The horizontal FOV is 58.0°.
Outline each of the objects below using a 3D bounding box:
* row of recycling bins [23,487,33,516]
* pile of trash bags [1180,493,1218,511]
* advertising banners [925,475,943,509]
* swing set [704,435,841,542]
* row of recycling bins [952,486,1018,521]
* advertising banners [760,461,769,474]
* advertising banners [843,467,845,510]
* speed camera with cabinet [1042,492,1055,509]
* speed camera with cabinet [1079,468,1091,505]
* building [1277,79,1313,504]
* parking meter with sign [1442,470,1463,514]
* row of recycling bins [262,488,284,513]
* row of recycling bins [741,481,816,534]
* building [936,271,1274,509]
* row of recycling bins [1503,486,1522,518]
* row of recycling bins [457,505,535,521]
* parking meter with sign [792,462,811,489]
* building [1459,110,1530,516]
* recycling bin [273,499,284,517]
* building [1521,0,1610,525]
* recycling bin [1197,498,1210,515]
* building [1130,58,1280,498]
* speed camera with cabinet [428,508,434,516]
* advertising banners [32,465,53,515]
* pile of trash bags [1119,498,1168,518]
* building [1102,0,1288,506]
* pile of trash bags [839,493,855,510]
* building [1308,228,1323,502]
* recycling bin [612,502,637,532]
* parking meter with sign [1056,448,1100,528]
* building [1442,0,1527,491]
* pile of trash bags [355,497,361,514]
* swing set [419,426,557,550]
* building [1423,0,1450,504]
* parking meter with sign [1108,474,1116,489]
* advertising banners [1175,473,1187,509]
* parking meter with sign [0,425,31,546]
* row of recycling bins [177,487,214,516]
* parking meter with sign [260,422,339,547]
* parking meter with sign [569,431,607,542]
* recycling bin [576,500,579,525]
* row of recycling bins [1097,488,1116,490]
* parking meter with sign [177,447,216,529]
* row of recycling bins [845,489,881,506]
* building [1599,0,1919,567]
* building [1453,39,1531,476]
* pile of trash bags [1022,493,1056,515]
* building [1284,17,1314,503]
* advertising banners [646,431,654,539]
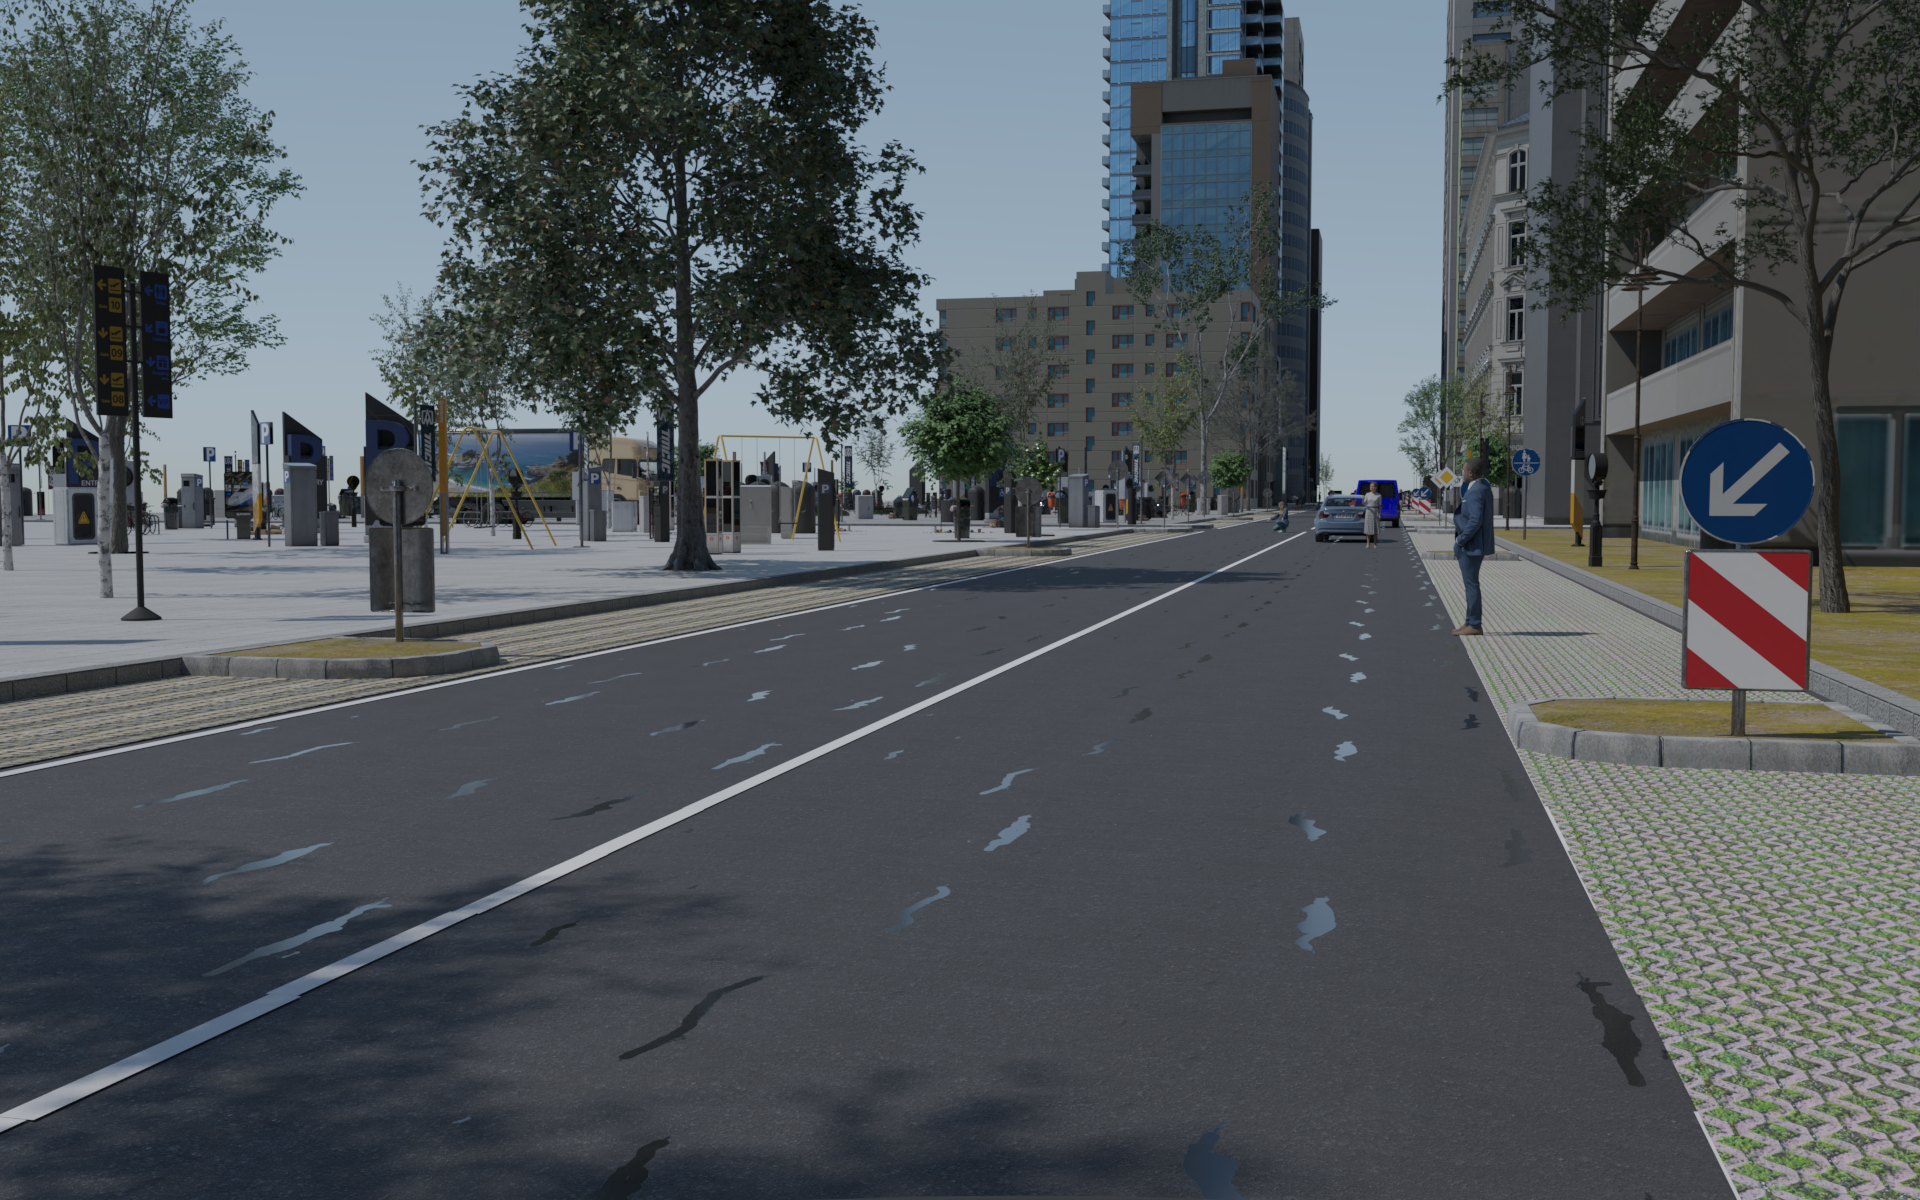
[{"bbox_3d":[-55.110,-5.695,100.225,1.069,1.692,3.534,1,4,8],"label":"row of recycling bins"},{"bbox_3d":[18.729,-7.636,134.603,3.447,1.369,1.912,-1,4,-14],"label":"pile of trash bags"},{"bbox_3d":[-2.114,-9.059,144.303,2.074,3.025,0.090,-3,5,-43],"label":"advertising banners"},{"bbox_3d":[-5.240,-2.986,46.434,3.119,2.851,2.862,-2,4,-32],"label":"swing set"},{"bbox_3d":[1.255,-4.702,83.989,3.534,1.692,1.069,2,4,23],"label":"row of recycling bins"},{"bbox_3d":[-9.827,-5.934,93.215,2.074,3.025,0.090,-2,4,-31],"label":"advertising banners"},{"bbox_3d":[-7.611,-7.192,113.769,0.090,3.025,2.074,0,4,-6],"label":"advertising banners"},{"bbox_3d":[7.451,-9.332,146.918,2.038,3.252,0.660,2,4,25],"label":"speed camera with cabinet"},{"bbox_3d":[9.496,-8.351,130.869,2.038,3.252,0.660,-2,4,-29],"label":"speed camera with cabinet"},{"bbox_3d":[38.023,-42.933,243.955,21.231,58.520,28.212,1,4,14],"label":"building"},{"bbox_3d":[32.520,-7.188,113.780,1.738,3.016,0.543,-2,4,-26],"label":"parking meter with sign"},{"bbox_3d":[-47.770,-6.931,120.438,3.534,1.692,1.069,-1,4,-9],"label":"row of recycling bins"},{"bbox_3d":[-6.250,-3.056,57.080,3.534,1.692,1.069,2,4,32],"label":"row of recycling bins"},{"bbox_3d":[14.774,-19.524,164.259,27.650,21.520,28.899,1,4,14],"label":"building"},{"bbox_3d":[30.399,-5.186,91.902,3.534,1.692,1.069,-1,4,-22],"label":"row of recycling bins"},{"bbox_3d":[-21.746,-4.529,81.155,3.534,1.692,1.069,-1,4,-11],"label":"row of recycling bins"},{"bbox_3d":[-8.930,-6.087,95.782,0.543,3.016,1.738,-3,5,-39],"label":"parking meter with sign"},{"bbox_3d":[43.865,-20.954,119.011,17.030,29.872,44.131,1,4,14],"label":"building"},{"bbox_3d":[-37.532,-5.085,95.692,0.722,1.027,0.722,-1,4,-15],"label":"recycling bin"},{"bbox_3d":[36.903,-17.091,72.951,24.014,27.812,14.314,1,4,14],"label":"building"},{"bbox_3d":[15.079,-5.788,107.186,0.722,1.027,0.722,1,4,16],"label":"recycling bin"},{"bbox_3d":[26.239,-32.628,183.572,14.600,45.320,14.200,1,4,14],"label":"building"},{"bbox_3d":[-31.827,-6.603,102.292,0.660,3.252,2.038,-3,5,-44],"label":"speed camera with cabinet"},{"bbox_3d":[-55.659,-6.642,104.791,0.090,3.025,2.074,2,4,31],"label":"advertising banners"},{"bbox_3d":[9.578,-5.078,92.770,1.912,1.369,3.447,3,4,39],"label":"pile of trash bags"},{"bbox_3d":[28.218,-54.582,205.086,22.319,86.520,31.000,1,4,14],"label":"building"},{"bbox_3d":[-8.720,-7.936,139.506,3.447,1.369,1.912,3,5,44],"label":"pile of trash bags"},{"bbox_3d":[51.944,-38.786,284.260,14.600,45.320,14.200,1,4,14],"label":"building"},{"bbox_3d":[-11.356,-2.819,58.648,0.722,1.027,0.722,0,4,2],"label":"recycling bin"},{"bbox_3d":[4.513,-4.257,65.862,1.738,3.016,0.543,2,4,35],"label":"parking meter with sign"},{"bbox_3d":[60.977,-38.919,178.329,21.231,58.520,28.212,1,4,14],"label":"building"},{"bbox_3d":[-37.731,-6.183,110.841,1.912,1.369,3.447,3,5,41],"label":"pile of trash bags"},{"bbox_3d":[-11.352,-2.681,41.457,2.862,2.851,3.119,0,4,-2],"label":"swing set"},{"bbox_3d":[74.425,-48.795,236.051,20.563,71.187,20.611,1,4,14],"label":"building"},{"bbox_3d":[11.877,-8.114,128.930,1.738,3.016,0.543,-2,4,-32],"label":"parking meter with sign"},{"bbox_3d":[18.908,-9.241,147.272,2.074,3.025,0.090,-3,5,-43],"label":"advertising banners"},{"bbox_3d":[-23.651,-2.849,42.846,0.543,3.016,1.738,0,4,-1],"label":"parking meter with sign"},{"bbox_3d":[-46.251,-5.971,104.736,3.534,1.692,1.069,3,5,39],"label":"row of recycling bins"},{"bbox_3d":[-16.180,-2.829,42.523,0.543,3.016,1.738,3,5,44],"label":"parking meter with sign"},{"bbox_3d":[-10.113,-3.124,47.334,0.543,3.016,1.738,-2,4,-31],"label":"parking meter with sign"},{"bbox_3d":[-15.428,-3.596,71.341,0.722,1.027,0.722,-1,4,-9],"label":"recycling bin"},{"bbox_3d":[10.673,-7.209,124.987,1.069,1.692,3.534,2,4,24],"label":"row of recycling bins"},{"bbox_3d":[-28.501,-4.162,64.313,1.738,3.016,0.543,1,4,19],"label":"parking meter with sign"},{"bbox_3d":[-8.726,-8.963,153.661,3.534,1.692,1.069,-1,4,-22],"label":"row of recycling bins"},{"bbox_3d":[26.770,-25.290,37.188,21.300,48.544,21.600,1,4,14],"label":"building"},{"bbox_3d":[52.803,-29.076,158.981,14.154,41.232,14.086,1,4,14],"label":"building"},{"bbox_3d":[4.932,-5.944,106.934,1.912,1.369,3.447,-2,4,-30],"label":"pile of trash bags"},{"bbox_3d":[44.293,-50.699,267.182,20.563,71.187,20.611,1,4,14],"label":"building"},{"bbox_3d":[-8.829,-3.257,49.434,0.090,3.025,2.074,0,4,-4],"label":"advertising banners"}]
